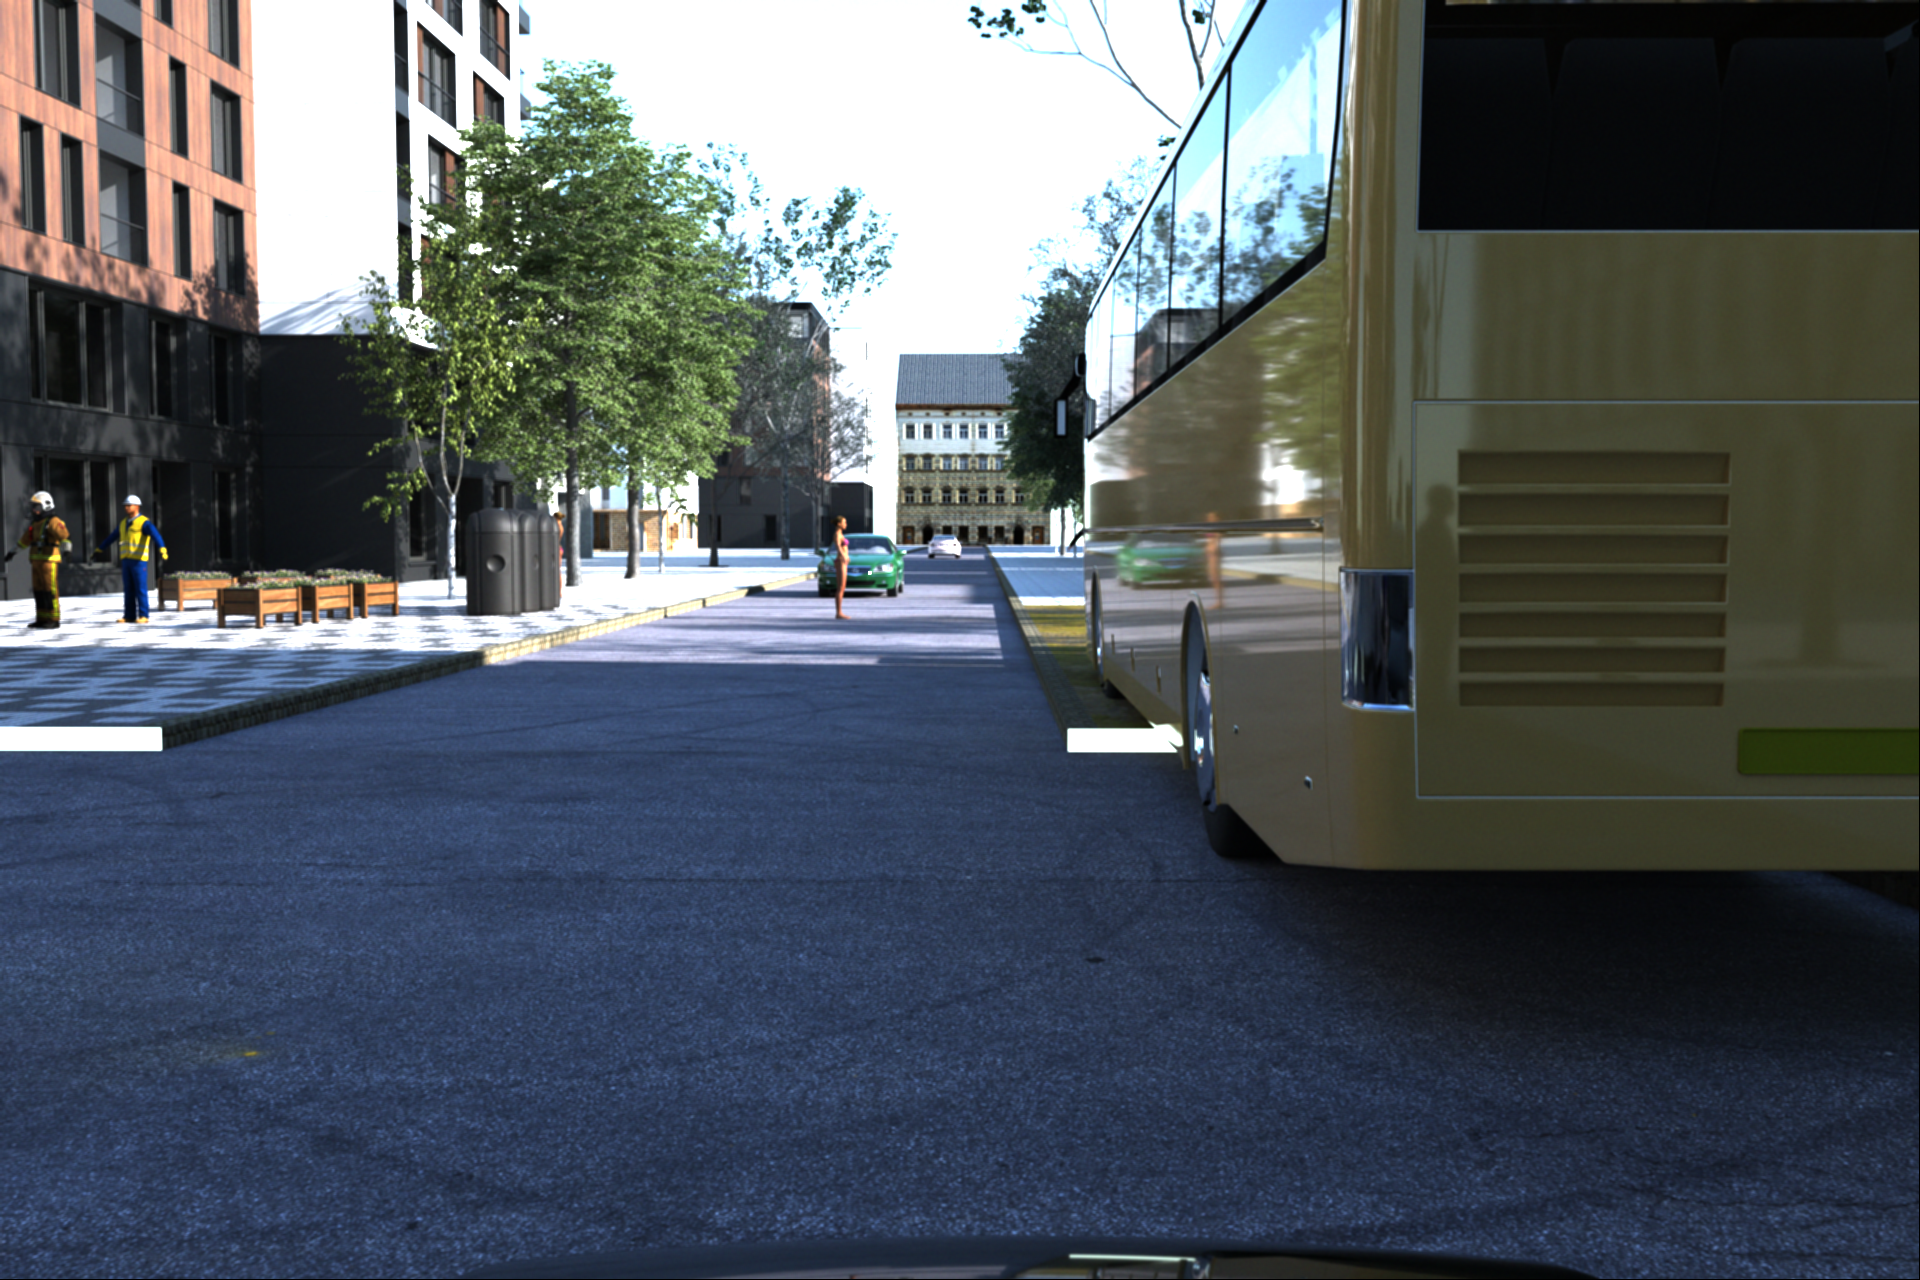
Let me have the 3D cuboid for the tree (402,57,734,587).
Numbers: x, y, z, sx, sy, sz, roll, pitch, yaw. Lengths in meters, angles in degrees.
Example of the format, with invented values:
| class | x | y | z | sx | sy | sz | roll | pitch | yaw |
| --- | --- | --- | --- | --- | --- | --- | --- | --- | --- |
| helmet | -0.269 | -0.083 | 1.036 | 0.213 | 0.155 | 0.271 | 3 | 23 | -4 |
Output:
| class | x | y | z | sx | sy | sz | roll | pitch | yaw |
| --- | --- | --- | --- | --- | --- | --- | --- | --- | --- |
| tree | -9.310 | -7.547 | 41.524 | 7.486 | 12.596 | 7.792 | 0 | 3 | 0 |

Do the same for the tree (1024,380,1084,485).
| class | x | y | z | sx | sy | sz | roll | pitch | yaw |
| --- | --- | --- | --- | --- | --- | --- | --- | --- | --- |
| tree | 6.568 | -8.231 | 68.991 | 8.767 | 10.594 | 7.601 | -2 | 4 | -25 |

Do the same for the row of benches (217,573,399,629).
| class | x | y | z | sx | sy | sz | roll | pitch | yaw |
| --- | --- | --- | --- | --- | --- | --- | --- | --- | --- |
| row of benches | -9.413 | -0.607 | 25.384 | 1.422 | 0.672 | 4.104 | 1 | 4 | 9 |

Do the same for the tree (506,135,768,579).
| class | x | y | z | sx | sy | sz | roll | pitch | yaw |
| --- | --- | --- | --- | --- | --- | --- | --- | --- | --- |
| tree | -9.402 | -8.054 | 49.809 | 7.486 | 12.596 | 7.792 | 0 | 3 | 0 |

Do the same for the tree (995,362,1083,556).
| class | x | y | z | sx | sy | sz | roll | pitch | yaw |
| --- | --- | --- | --- | --- | --- | --- | --- | --- | --- |
| tree | 5.725 | -11.295 | 102.803 | 7.486 | 12.596 | 7.792 | 0 | 3 | 0 |

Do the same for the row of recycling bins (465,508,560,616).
| class | x | y | z | sx | sy | sz | roll | pitch | yaw |
| --- | --- | --- | --- | --- | --- | --- | --- | --- | --- |
| row of recycling bins | -7.348 | -1.324 | 28.768 | 1.069 | 1.692 | 3.534 | 0 | 4 | 0 |

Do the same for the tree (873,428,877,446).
| class | x | y | z | sx | sy | sz | roll | pitch | yaw |
| --- | --- | --- | --- | --- | --- | --- | --- | --- | --- |
| tree | -16.096 | -21.316 | 204.398 | 12.611 | 20.169 | 13.585 | 0 | 3 | 0 |

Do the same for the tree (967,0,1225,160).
| class | x | y | z | sx | sy | sz | roll | pitch | yaw |
| --- | --- | --- | --- | --- | --- | --- | --- | --- | --- |
| tree | 5.106 | -10.673 | 30.392 | 12.611 | 20.169 | 13.585 | 0 | 3 | 0 |

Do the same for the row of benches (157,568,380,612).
| class | x | y | z | sx | sy | sz | roll | pitch | yaw |
| --- | --- | --- | --- | --- | --- | --- | --- | --- | --- |
| row of benches | -12.000 | -0.896 | 30.115 | 1.422 | 0.672 | 4.104 | 2 | 4 | 35 |

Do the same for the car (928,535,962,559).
| class | x | y | z | sx | sy | sz | roll | pitch | yaw |
| --- | --- | --- | --- | --- | --- | --- | --- | --- | --- |
| car | -0.907 | -5.532 | 102.813 | 2.083 | 1.381 | 4.827 | 0 | 4 | 1 |

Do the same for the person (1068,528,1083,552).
| class | x | y | z | sx | sy | sz | roll | pitch | yaw |
| --- | --- | --- | --- | --- | --- | --- | --- | --- | --- |
| person | 2.969 | -1.956 | 37.923 | 1.347 | 1.837 | 0.705 | 2 | 4 | 25 |

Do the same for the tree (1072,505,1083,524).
| class | x | y | z | sx | sy | sz | roll | pitch | yaw |
| --- | --- | --- | --- | --- | --- | --- | --- | --- | --- |
| tree | 17.038 | -17.632 | 206.412 | 7.486 | 12.596 | 7.792 | 0 | 3 | 0 |

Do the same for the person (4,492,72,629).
| class | x | y | z | sx | sy | sz | roll | pitch | yaw |
| --- | --- | --- | --- | --- | --- | --- | --- | --- | --- |
| person | -12.487 | -1.089 | 23.577 | 1.354 | 1.858 | 0.705 | 2 | 4 | 28 |

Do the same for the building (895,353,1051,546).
| class | x | y | z | sx | sy | sz | roll | pitch | yaw |
| --- | --- | --- | --- | --- | --- | --- | --- | --- | --- |
| building | 1.681 | -22.969 | 208.928 | 18.063 | 23.208 | 19.493 | 0 | 4 | 1 |

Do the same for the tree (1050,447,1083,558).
| class | x | y | z | sx | sy | sz | roll | pitch | yaw |
| --- | --- | --- | --- | --- | --- | --- | --- | --- | --- |
| tree | 6.083 | -8.825 | 94.659 | 4.360 | 8.622 | 3.978 | 0 | 3 | 0 |

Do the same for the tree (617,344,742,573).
| class | x | y | z | sx | sy | sz | roll | pitch | yaw |
| --- | --- | --- | --- | --- | --- | --- | --- | --- | --- |
| tree | -9.698 | -6.538 | 57.260 | 4.737 | 8.622 | 4.395 | 0 | 3 | 0 |

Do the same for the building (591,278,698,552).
| class | x | y | z | sx | sy | sz | roll | pitch | yaw |
| --- | --- | --- | --- | --- | --- | --- | --- | --- | --- |
| building | -26.556 | -16.647 | 128.599 | 16.016 | 20.090 | 11.380 | 0 | 4 | 1 |

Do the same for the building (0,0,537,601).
| class | x | y | z | sx | sy | sz | roll | pitch | yaw |
| --- | --- | --- | --- | --- | --- | --- | --- | --- | --- |
| building | -28.591 | -12.133 | 42.351 | 27.936 | 21.610 | 32.646 | 0 | 4 | 1 |

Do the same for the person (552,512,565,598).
| class | x | y | z | sx | sy | sz | roll | pitch | yaw |
| --- | --- | --- | --- | --- | --- | --- | --- | --- | --- |
| person | -8.224 | -1.727 | 35.032 | 0.721 | 1.733 | 1.217 | -1 | 4 | -12 |

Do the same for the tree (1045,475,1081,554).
| class | x | y | z | sx | sy | sz | roll | pitch | yaw |
| --- | --- | --- | --- | --- | --- | --- | --- | --- | --- |
| tree | 6.069 | -9.912 | 112.418 | 4.360 | 8.622 | 3.978 | 0 | 3 | 0 |

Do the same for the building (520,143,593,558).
| class | x | y | z | sx | sy | sz | roll | pitch | yaw |
| --- | --- | --- | --- | --- | --- | --- | --- | --- | --- |
| building | -28.211 | -12.807 | 75.844 | 16.747 | 18.905 | 31.486 | 0 | 4 | 1 |

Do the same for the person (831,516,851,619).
| class | x | y | z | sx | sy | sz | roll | pitch | yaw |
| --- | --- | --- | --- | --- | --- | --- | --- | --- | --- |
| person | -1.944 | -1.228 | 29.333 | 0.721 | 1.733 | 1.217 | 0 | 4 | -2 |

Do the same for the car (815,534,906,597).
| class | x | y | z | sx | sy | sz | roll | pitch | yaw |
| --- | --- | --- | --- | --- | --- | --- | --- | --- | --- |
| car | -2.307 | -1.788 | 41.036 | 2.131 | 1.459 | 4.920 | 0 | 4 | 1 |

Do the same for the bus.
| class | x | y | z | sx | sy | sz | roll | pitch | yaw |
| --- | --- | --- | --- | --- | --- | --- | --- | --- | --- |
| bus | 2.310 | -1.159 | 10.498 | 2.896 | 3.916 | 12.252 | 0 | 4 | 0 |

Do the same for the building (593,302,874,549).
| class | x | y | z | sx | sy | sz | roll | pitch | yaw |
| --- | --- | --- | --- | --- | --- | --- | --- | --- | --- |
| building | -23.349 | -19.874 | 168.920 | 27.936 | 21.610 | 32.646 | 0 | 4 | 1 |

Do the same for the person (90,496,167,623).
| class | x | y | z | sx | sy | sz | roll | pitch | yaw |
| --- | --- | --- | --- | --- | --- | --- | --- | --- | --- |
| person | -11.905 | -1.159 | 24.922 | 1.349 | 1.833 | 0.705 | 1 | 4 | 19 |

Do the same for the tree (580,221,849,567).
| class | x | y | z | sx | sy | sz | roll | pitch | yaw |
| --- | --- | --- | --- | --- | --- | --- | --- | --- | --- |
| tree | -9.486 | -9.602 | 67.357 | 12.009 | 13.543 | 11.850 | 0 | 3 | 0 |

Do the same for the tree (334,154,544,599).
| class | x | y | z | sx | sy | sz | roll | pitch | yaw |
| --- | --- | --- | --- | --- | --- | --- | --- | --- | --- |
| tree | -10.092 | -5.115 | 33.998 | 4.737 | 8.622 | 4.395 | 0 | 3 | 0 |

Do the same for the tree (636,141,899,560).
| class | x | y | z | sx | sy | sz | roll | pitch | yaw |
| --- | --- | --- | --- | --- | --- | --- | --- | --- | --- |
| tree | -10.219 | -14.077 | 86.047 | 12.611 | 20.169 | 13.585 | 0 | 3 | 0 |

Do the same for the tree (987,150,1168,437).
| class | x | y | z | sx | sy | sz | roll | pitch | yaw |
| --- | --- | --- | --- | --- | --- | --- | --- | --- | --- |
| tree | 5.571 | -8.870 | 55.389 | 12.009 | 13.543 | 11.850 | 0 | 3 | 0 |

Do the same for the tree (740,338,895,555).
| class | x | y | z | sx | sy | sz | roll | pitch | yaw |
| --- | --- | --- | --- | --- | --- | --- | --- | --- | --- |
| tree | -9.044 | -12.111 | 108.387 | 12.009 | 13.543 | 11.850 | 0 | 3 | 0 |

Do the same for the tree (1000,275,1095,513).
| class | x | y | z | sx | sy | sz | roll | pitch | yaw |
| --- | --- | --- | --- | --- | --- | --- | --- | --- | --- |
| tree | 6.538 | -10.899 | 84.856 | 9.857 | 13.997 | 8.962 | 0 | 3 | 0 |

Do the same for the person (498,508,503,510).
| class | x | y | z | sx | sy | sz | roll | pitch | yaw |
| --- | --- | --- | --- | --- | --- | --- | --- | --- | --- |
| person | -9.541 | -1.825 | 35.964 | 1.347 | 1.817 | 0.704 | -2 | 4 | -31 |
